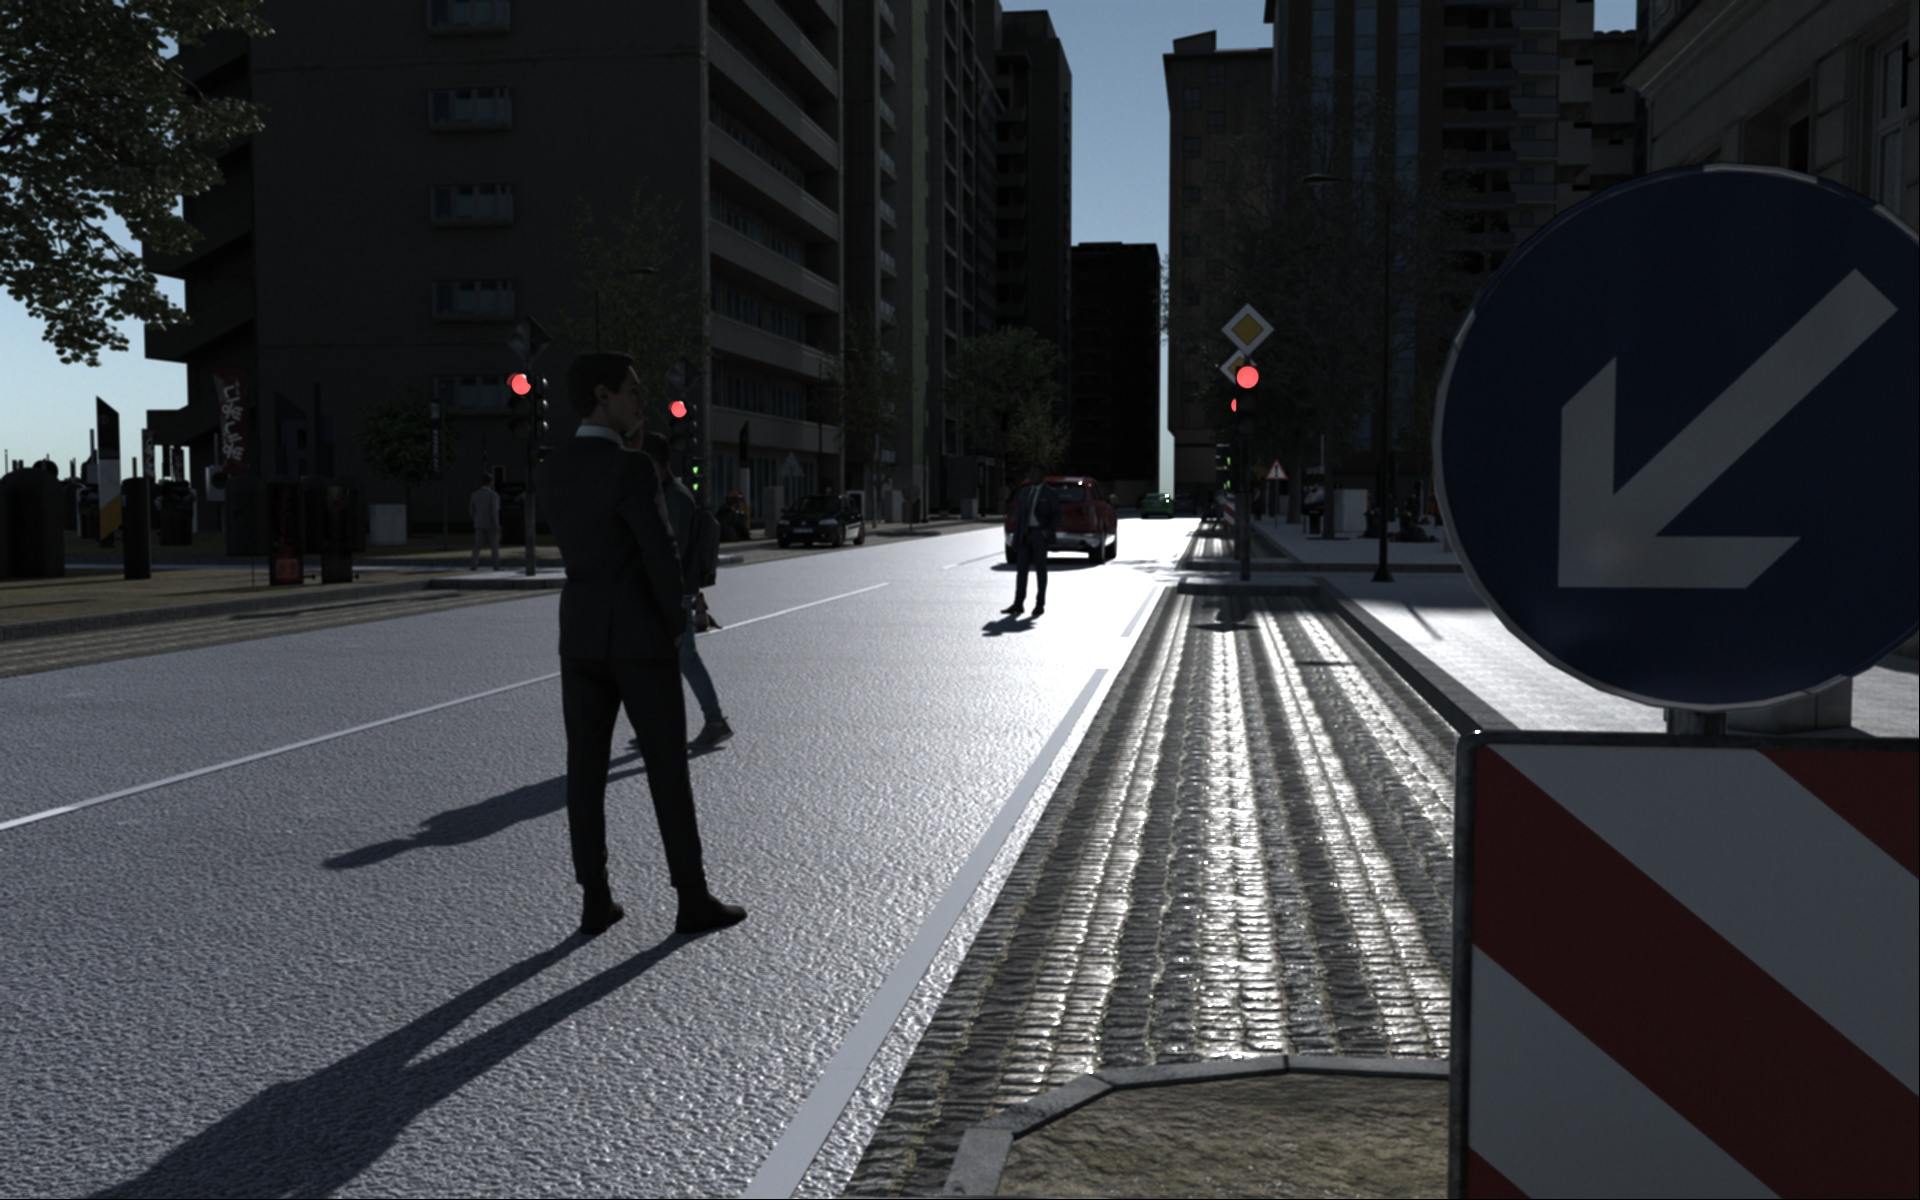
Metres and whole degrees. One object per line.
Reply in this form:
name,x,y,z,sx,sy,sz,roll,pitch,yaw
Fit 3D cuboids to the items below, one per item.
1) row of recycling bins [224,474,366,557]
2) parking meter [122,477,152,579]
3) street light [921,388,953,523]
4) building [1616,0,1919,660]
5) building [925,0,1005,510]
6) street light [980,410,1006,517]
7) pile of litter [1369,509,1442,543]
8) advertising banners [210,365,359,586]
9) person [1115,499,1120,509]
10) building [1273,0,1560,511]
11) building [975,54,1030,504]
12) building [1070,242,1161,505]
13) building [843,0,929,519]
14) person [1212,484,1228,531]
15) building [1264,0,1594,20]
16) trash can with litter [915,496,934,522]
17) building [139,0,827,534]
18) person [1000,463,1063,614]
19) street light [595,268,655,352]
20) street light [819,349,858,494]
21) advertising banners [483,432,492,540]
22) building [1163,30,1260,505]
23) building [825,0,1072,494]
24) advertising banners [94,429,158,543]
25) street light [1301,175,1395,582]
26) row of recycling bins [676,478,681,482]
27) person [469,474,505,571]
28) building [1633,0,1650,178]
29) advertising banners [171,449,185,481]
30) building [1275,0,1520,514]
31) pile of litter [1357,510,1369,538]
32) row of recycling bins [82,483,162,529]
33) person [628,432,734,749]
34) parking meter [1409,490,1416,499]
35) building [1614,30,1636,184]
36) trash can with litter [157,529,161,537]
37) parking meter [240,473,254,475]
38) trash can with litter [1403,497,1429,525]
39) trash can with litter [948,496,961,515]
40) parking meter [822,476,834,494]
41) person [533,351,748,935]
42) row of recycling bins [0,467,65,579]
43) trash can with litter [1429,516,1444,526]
row of recycling bins,-14.109,-1.830,37.033,1.069,1.692,3.534,2,4,25
parking meter,-12.426,-1.084,26.136,0.372,1.533,0.369,0,3,0
street light,-1.022,-6.324,75.938,1.470,5.913,1.316,1,4,8
building,13.859,-10.604,6.665,16.112,22.955,30.059,1,4,8
building,-7.508,-41.742,120.732,20.563,71.187,20.611,1,4,8
street light,1.827,-7.559,96.136,1.470,5.913,1.316,1,4,8
pile of litter,12.068,-1.983,46.384,1.176,0.858,1.719,-2,4,-31
advertising banners,-9.483,-1.724,24.377,0.090,3.025,2.074,3,5,43
person,15.312,-9.624,169.081,0.991,1.433,0.599,-3,5,-44
building,35.515,-36.311,135.681,21.231,58.520,28.212,1,4,8
building,-9.906,-27.739,145.408,32.217,40.220,23.993,1,4,8
building,16.174,-26.298,201.672,14.107,30.474,14.160,1,4,8
building,-9.705,-24.880,90.380,14.154,41.232,14.086,1,4,8
person,9.261,-3.234,61.473,0.679,1.850,0.850,-3,5,-40
building,43.471,-35.161,164.124,28.713,52.752,27.495,1,4,8
trash can with litter,-1.907,-4.309,81.516,1.678,1.210,2.233,0,4,-5
building,-17.088,-27.001,65.167,21.300,48.544,21.600,1,4,8
person,0.885,-0.739,20.758,0.721,1.800,0.419,2,4,31
street light,-6.961,-3.870,35.810,1.470,5.913,1.316,1,4,8
street light,-3.961,-5.088,55.726,1.470,5.913,1.316,1,4,8
advertising banners,-13.221,-3.201,48.523,0.090,3.025,2.074,-1,4,-20
building,38.100,-37.663,205.036,27.495,52.752,28.713,1,4,8
building,-0.253,-33.611,173.240,21.600,48.544,21.300,1,4,8
advertising banners,-22.016,-3.036,45.819,0.090,3.025,2.074,1,4,22
street light,5.670,-3.228,25.316,1.470,5.913,1.316,1,4,8
row of recycling bins,-8.314,-2.280,44.391,3.534,1.692,1.069,2,4,31
person,-8.336,-1.323,30.404,0.678,1.792,0.850,1,4,16
building,74.528,-44.330,163.049,20.611,71.187,20.563,1,4,8
advertising banners,-29.776,-4.368,67.598,2.074,3.025,0.090,0,4,7
building,28.378,-28.426,114.871,14.600,45.320,14.200,1,4,8
pile of litter,12.236,-2.236,50.520,1.176,0.858,1.719,0,4,-5
row of recycling bins,-30.653,-3.412,62.907,1.069,1.692,3.534,3,5,44
person,-1.663,-0.060,9.836,0.721,1.781,0.623,-2,4,-35
parking meter,27.836,-6.005,106.592,0.372,1.533,0.369,0,3,0
building,65.163,-37.361,200.095,27.495,52.752,28.713,1,4,8
trash can with litter,-23.316,-2.426,51.057,1.055,1.170,0.624,2,4,32
parking meter,-18.681,-2.434,45.513,0.255,1.863,0.399,1,4,12
trash can with litter,19.137,-3.734,72.441,1.055,1.170,0.624,-1,4,-17
trash can with litter,-0.245,-5.757,105.189,2.233,1.210,1.678,0,4,-7
parking meter,-4.407,-3.176,57.646,0.399,1.863,0.255,-2,4,-31
person,-1.092,0.129,5.758,0.648,1.900,0.474,2,4,27
row of recycling bins,-15.102,-1.139,25.730,1.069,1.692,3.534,2,4,33
trash can with litter,19.536,-3.608,70.380,0.624,1.170,1.055,1,4,21
